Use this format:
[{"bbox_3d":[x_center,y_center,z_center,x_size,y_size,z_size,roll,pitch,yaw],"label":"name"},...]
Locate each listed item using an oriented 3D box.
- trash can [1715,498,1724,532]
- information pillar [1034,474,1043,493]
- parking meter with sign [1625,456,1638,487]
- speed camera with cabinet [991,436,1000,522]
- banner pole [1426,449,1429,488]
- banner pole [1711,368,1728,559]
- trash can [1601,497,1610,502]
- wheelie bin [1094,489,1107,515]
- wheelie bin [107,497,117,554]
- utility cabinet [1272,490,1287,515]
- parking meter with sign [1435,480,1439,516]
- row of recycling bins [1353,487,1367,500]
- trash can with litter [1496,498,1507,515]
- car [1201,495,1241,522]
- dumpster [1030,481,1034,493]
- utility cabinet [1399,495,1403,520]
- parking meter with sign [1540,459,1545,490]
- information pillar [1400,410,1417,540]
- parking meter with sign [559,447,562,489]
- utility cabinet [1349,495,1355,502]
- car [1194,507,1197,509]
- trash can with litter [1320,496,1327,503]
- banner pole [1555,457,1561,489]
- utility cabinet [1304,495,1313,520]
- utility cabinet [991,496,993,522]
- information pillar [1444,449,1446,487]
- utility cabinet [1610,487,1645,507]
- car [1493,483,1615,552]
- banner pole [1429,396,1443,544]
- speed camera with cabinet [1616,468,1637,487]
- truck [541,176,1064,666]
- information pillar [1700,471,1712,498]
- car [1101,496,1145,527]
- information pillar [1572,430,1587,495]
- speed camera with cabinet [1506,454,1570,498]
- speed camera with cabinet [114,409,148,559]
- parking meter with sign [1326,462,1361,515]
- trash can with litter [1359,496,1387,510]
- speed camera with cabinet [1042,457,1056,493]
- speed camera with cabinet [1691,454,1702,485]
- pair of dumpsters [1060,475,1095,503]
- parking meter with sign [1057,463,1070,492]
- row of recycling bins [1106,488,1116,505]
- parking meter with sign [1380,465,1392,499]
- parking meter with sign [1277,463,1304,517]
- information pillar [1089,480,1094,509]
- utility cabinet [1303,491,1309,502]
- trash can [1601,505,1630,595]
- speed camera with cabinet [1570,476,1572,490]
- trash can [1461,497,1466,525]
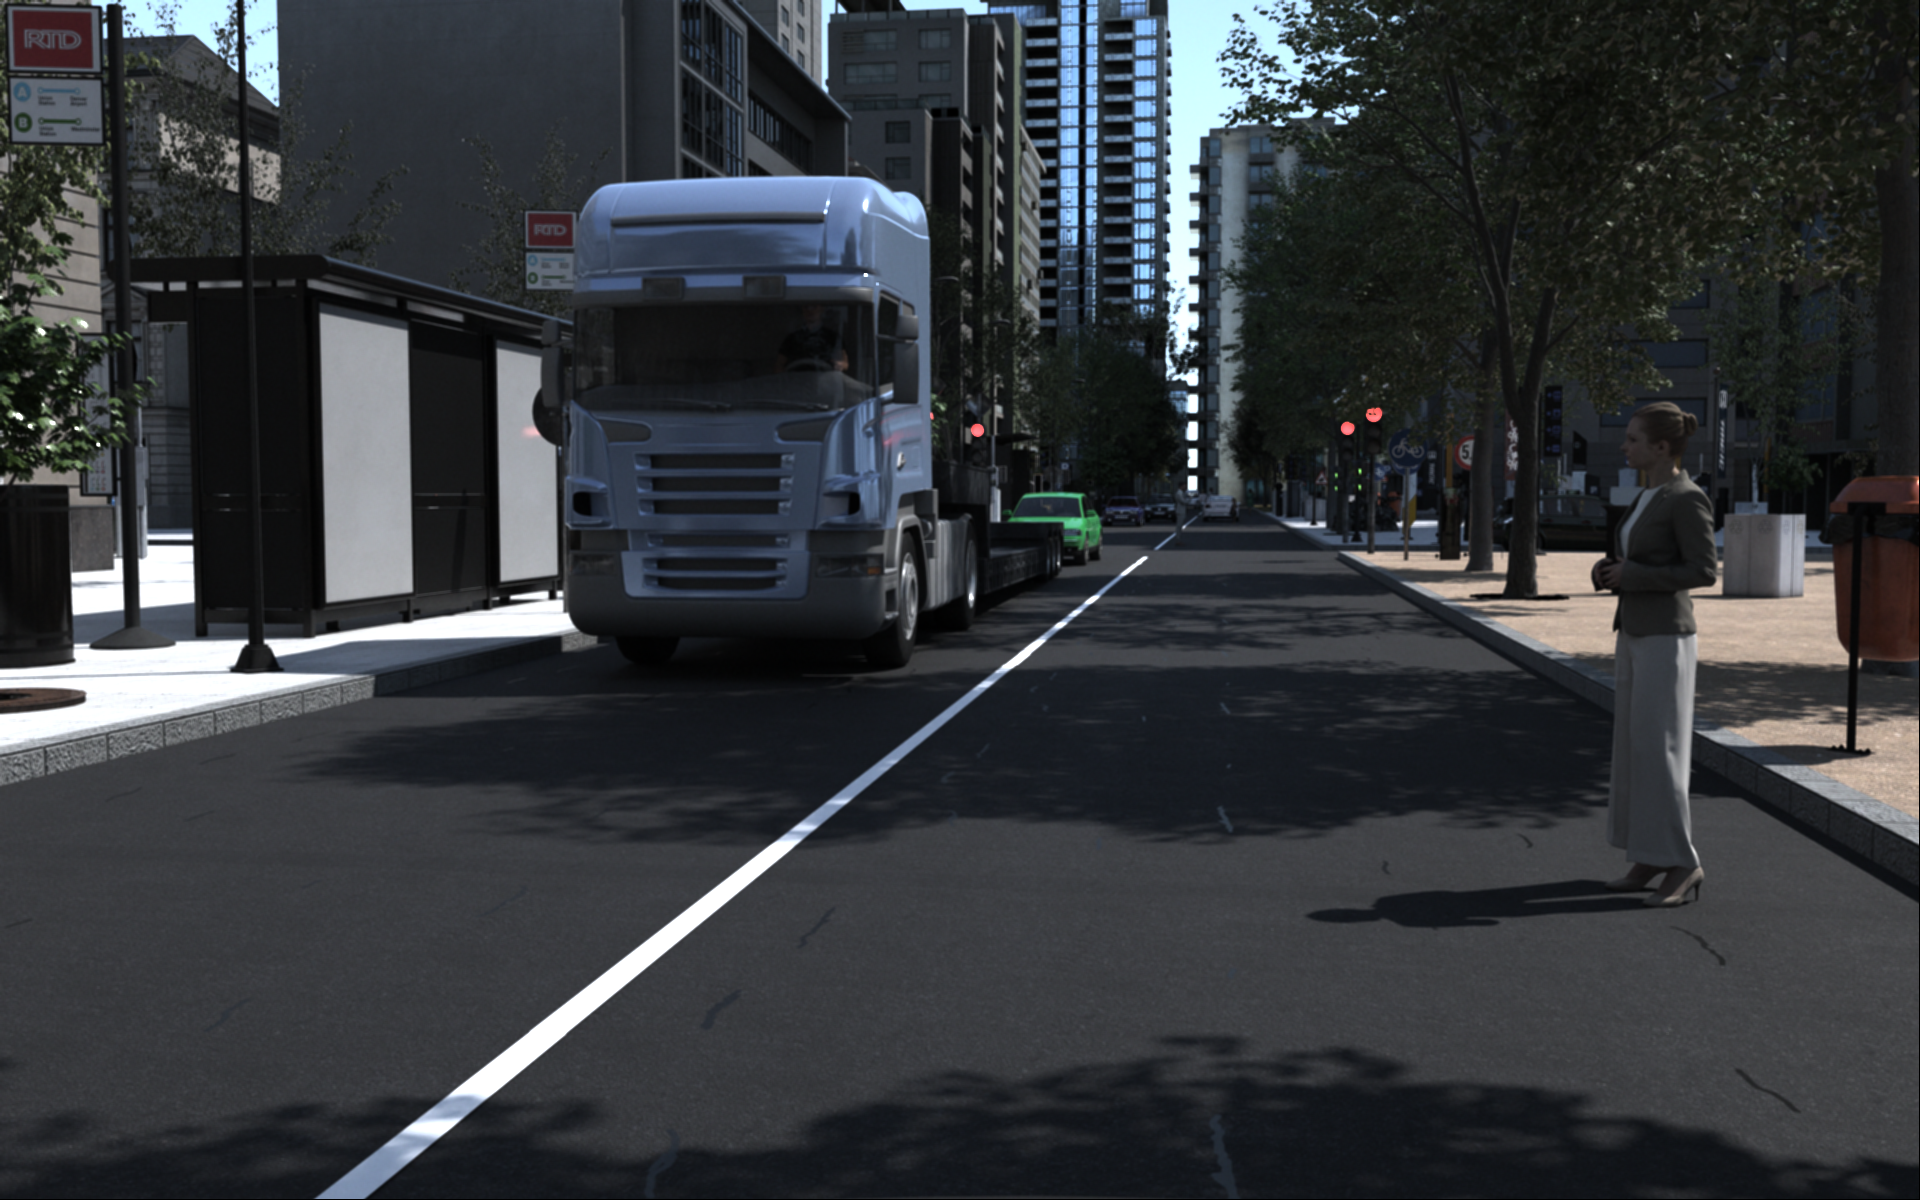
[{"bbox_3d":[25.372,-2.864,58.472,0.748,1.137,0.748,0,3,0],"label":"trash can"},{"bbox_3d":[2.885,-3.637,63.955,0.304,2.012,0.304,0,4,6],"label":"information pillar"},{"bbox_3d":[26.982,-4.489,69.652,0.543,3.016,1.738,1,4,22],"label":"parking meter with sign"},{"bbox_3d":[1.007,-3.974,59.306,0.660,3.252,2.038,0,4,6],"label":"speed camera with cabinet"},{"bbox_3d":[23.189,-5.782,84.551,0.863,3.779,0.401,1,4,13],"label":"banner pole"},{"bbox_3d":[15.136,-2.724,34.550,0.401,3.779,0.863,3,5,43],"label":"banner pole"},{"bbox_3d":[29.213,-4.051,77.884,0.748,1.137,0.748,0,3,0],"label":"trash can"},{"bbox_3d":[8.455,-5.914,104.599,0.693,1.594,0.980,-3,5,-40],"label":"wheelie bin"},{"bbox_3d":[-18.297,-1.766,36.784,0.980,1.594,0.693,-1,4,-10],"label":"wheelie bin"},{"bbox_3d":[19.878,-6.011,106.964,1.173,1.500,0.318,3,5,42],"label":"utility cabinet"},{"bbox_3d":[25.072,-5.858,92.039,0.543,3.016,1.738,-2,4,-25],"label":"parking meter with sign"},{"bbox_3d":[21.489,-5.293,93.652,1.069,1.692,3.534,1,4,10],"label":"row of recycling bins"},{"bbox_3d":[21.368,-3.455,67.881,0.624,1.170,1.055,-1,4,-20],"label":"trash can with litter"},{"bbox_3d":[13.710,-4.810,91.005,2.083,1.381,4.827,1,4,8],"label":"car"},{"bbox_3d":[2.801,-4.213,74.641,1.264,1.857,1.865,1,4,8],"label":"dumpster"},{"bbox_3d":[21.675,-4.522,85.093,1.020,1.237,0.306,0,4,3],"label":"utility cabinet"},{"bbox_3d":[28.695,-5.501,86.194,0.543,3.016,1.738,2,4,24],"label":"parking meter with sign"},{"bbox_3d":[12.621,-3.501,48.601,0.504,3.616,0.183,-3,4,-36],"label":"information pillar"},{"bbox_3d":[-13.092,-3.519,53.796,0.543,3.016,1.738,3,5,40],"label":"parking meter with sign"},{"bbox_3d":[17.444,-4.087,77.988,0.306,1.237,1.020,2,4,33],"label":"utility cabinet"},{"bbox_3d":[22.726,-9.818,172.884,2.083,1.381,4.827,0,4,7],"label":"car"},{"bbox_3d":[20.589,-5.386,99.449,1.055,1.170,0.624,-1,4,-18],"label":"trash can with litter"},{"bbox_3d":[26.457,-5.298,76.634,0.401,3.779,0.863,3,4,36],"label":"banner pole"},{"bbox_3d":[16.922,-4.454,83.983,0.306,1.237,1.020,0,4,2],"label":"utility cabinet"},{"bbox_3d":[0.447,-2.504,52.101,1.020,1.237,0.306,1,4,19],"label":"utility cabinet"},{"bbox_3d":[25.245,-6.020,89.788,0.504,3.616,0.183,-3,5,-44],"label":"information pillar"},{"bbox_3d":[20.415,-2.694,52.733,1.173,1.500,0.318,1,4,15],"label":"utility cabinet"},{"bbox_3d":[14.278,-1.823,39.593,4.222,1.686,2.009,1,4,9],"label":"car"},{"bbox_3d":[12.346,-3.333,44.511,0.401,3.779,0.863,1,4,16],"label":"banner pole"},{"bbox_3d":[23.770,-4.128,61.826,0.660,3.252,2.038,1,4,20],"label":"speed camera with cabinet"},{"bbox_3d":[-0.643,-1.937,21.432,2.967,4.110,18.799,0,4,8],"label":"truck"},{"bbox_3d":[24.293,-3.178,56.454,0.304,2.012,0.304,3,5,42],"label":"information pillar"},{"bbox_3d":[7.299,-3.952,77.191,1.945,1.354,3.894,1,4,8],"label":"car"},{"bbox_3d":[22.468,-4.375,62.883,0.504,3.616,0.183,1,4,23],"label":"information pillar"},{"bbox_3d":[21.208,-4.249,63.808,2.038,3.252,0.660,1,4,10],"label":"speed camera with cabinet"},{"bbox_3d":[-16.635,-2.468,34.693,0.660,3.252,2.038,-2,4,-26],"label":"speed camera with cabinet"},{"bbox_3d":[20.368,-5.825,91.496,1.738,3.016,0.543,0,4,-6],"label":"parking meter with sign"},{"bbox_3d":[15.463,-3.304,65.408,1.055,1.170,0.624,2,4,33],"label":"trash can with litter"},{"bbox_3d":[4.117,-6.024,92.833,2.038,3.252,0.660,2,4,30],"label":"speed camera with cabinet"},{"bbox_3d":[35.715,-5.567,85.357,2.038,3.252,0.660,3,4,38],"label":"speed camera with cabinet"},{"bbox_3d":[5.833,-5.129,86.345,1.574,2.255,4.437,1,4,9],"label":"pair of dumpsters"},{"bbox_3d":[5.569,-6.063,95.387,0.543,3.016,1.738,1,4,19],"label":"parking meter with sign"},{"bbox_3d":[9.467,-6.453,112.617,1.069,1.692,3.534,0,4,-5],"label":"row of recycling bins"},{"bbox_3d":[25.727,-6.642,104.854,0.543,3.016,1.738,0,4,6],"label":"parking meter with sign"},{"bbox_3d":[18.732,-6.176,97.232,1.738,3.016,0.543,2,4,27],"label":"parking meter with sign"},{"bbox_3d":[6.751,-5.196,89.443,0.304,2.012,0.304,1,4,22],"label":"information pillar"},{"bbox_3d":[22.765,-6.447,114.084,0.318,1.500,1.173,0,4,5],"label":"utility cabinet"},{"bbox_3d":[8.574,-0.641,22.128,0.748,1.137,0.748,0,3,0],"label":"trash can"},{"bbox_3d":[30.294,-5.550,85.071,2.038,3.252,0.660,0,4,-3],"label":"speed camera with cabinet"},{"bbox_3d":[20.867,-3.739,72.782,0.748,1.137,0.748,0,3,0],"label":"trash can"}]
